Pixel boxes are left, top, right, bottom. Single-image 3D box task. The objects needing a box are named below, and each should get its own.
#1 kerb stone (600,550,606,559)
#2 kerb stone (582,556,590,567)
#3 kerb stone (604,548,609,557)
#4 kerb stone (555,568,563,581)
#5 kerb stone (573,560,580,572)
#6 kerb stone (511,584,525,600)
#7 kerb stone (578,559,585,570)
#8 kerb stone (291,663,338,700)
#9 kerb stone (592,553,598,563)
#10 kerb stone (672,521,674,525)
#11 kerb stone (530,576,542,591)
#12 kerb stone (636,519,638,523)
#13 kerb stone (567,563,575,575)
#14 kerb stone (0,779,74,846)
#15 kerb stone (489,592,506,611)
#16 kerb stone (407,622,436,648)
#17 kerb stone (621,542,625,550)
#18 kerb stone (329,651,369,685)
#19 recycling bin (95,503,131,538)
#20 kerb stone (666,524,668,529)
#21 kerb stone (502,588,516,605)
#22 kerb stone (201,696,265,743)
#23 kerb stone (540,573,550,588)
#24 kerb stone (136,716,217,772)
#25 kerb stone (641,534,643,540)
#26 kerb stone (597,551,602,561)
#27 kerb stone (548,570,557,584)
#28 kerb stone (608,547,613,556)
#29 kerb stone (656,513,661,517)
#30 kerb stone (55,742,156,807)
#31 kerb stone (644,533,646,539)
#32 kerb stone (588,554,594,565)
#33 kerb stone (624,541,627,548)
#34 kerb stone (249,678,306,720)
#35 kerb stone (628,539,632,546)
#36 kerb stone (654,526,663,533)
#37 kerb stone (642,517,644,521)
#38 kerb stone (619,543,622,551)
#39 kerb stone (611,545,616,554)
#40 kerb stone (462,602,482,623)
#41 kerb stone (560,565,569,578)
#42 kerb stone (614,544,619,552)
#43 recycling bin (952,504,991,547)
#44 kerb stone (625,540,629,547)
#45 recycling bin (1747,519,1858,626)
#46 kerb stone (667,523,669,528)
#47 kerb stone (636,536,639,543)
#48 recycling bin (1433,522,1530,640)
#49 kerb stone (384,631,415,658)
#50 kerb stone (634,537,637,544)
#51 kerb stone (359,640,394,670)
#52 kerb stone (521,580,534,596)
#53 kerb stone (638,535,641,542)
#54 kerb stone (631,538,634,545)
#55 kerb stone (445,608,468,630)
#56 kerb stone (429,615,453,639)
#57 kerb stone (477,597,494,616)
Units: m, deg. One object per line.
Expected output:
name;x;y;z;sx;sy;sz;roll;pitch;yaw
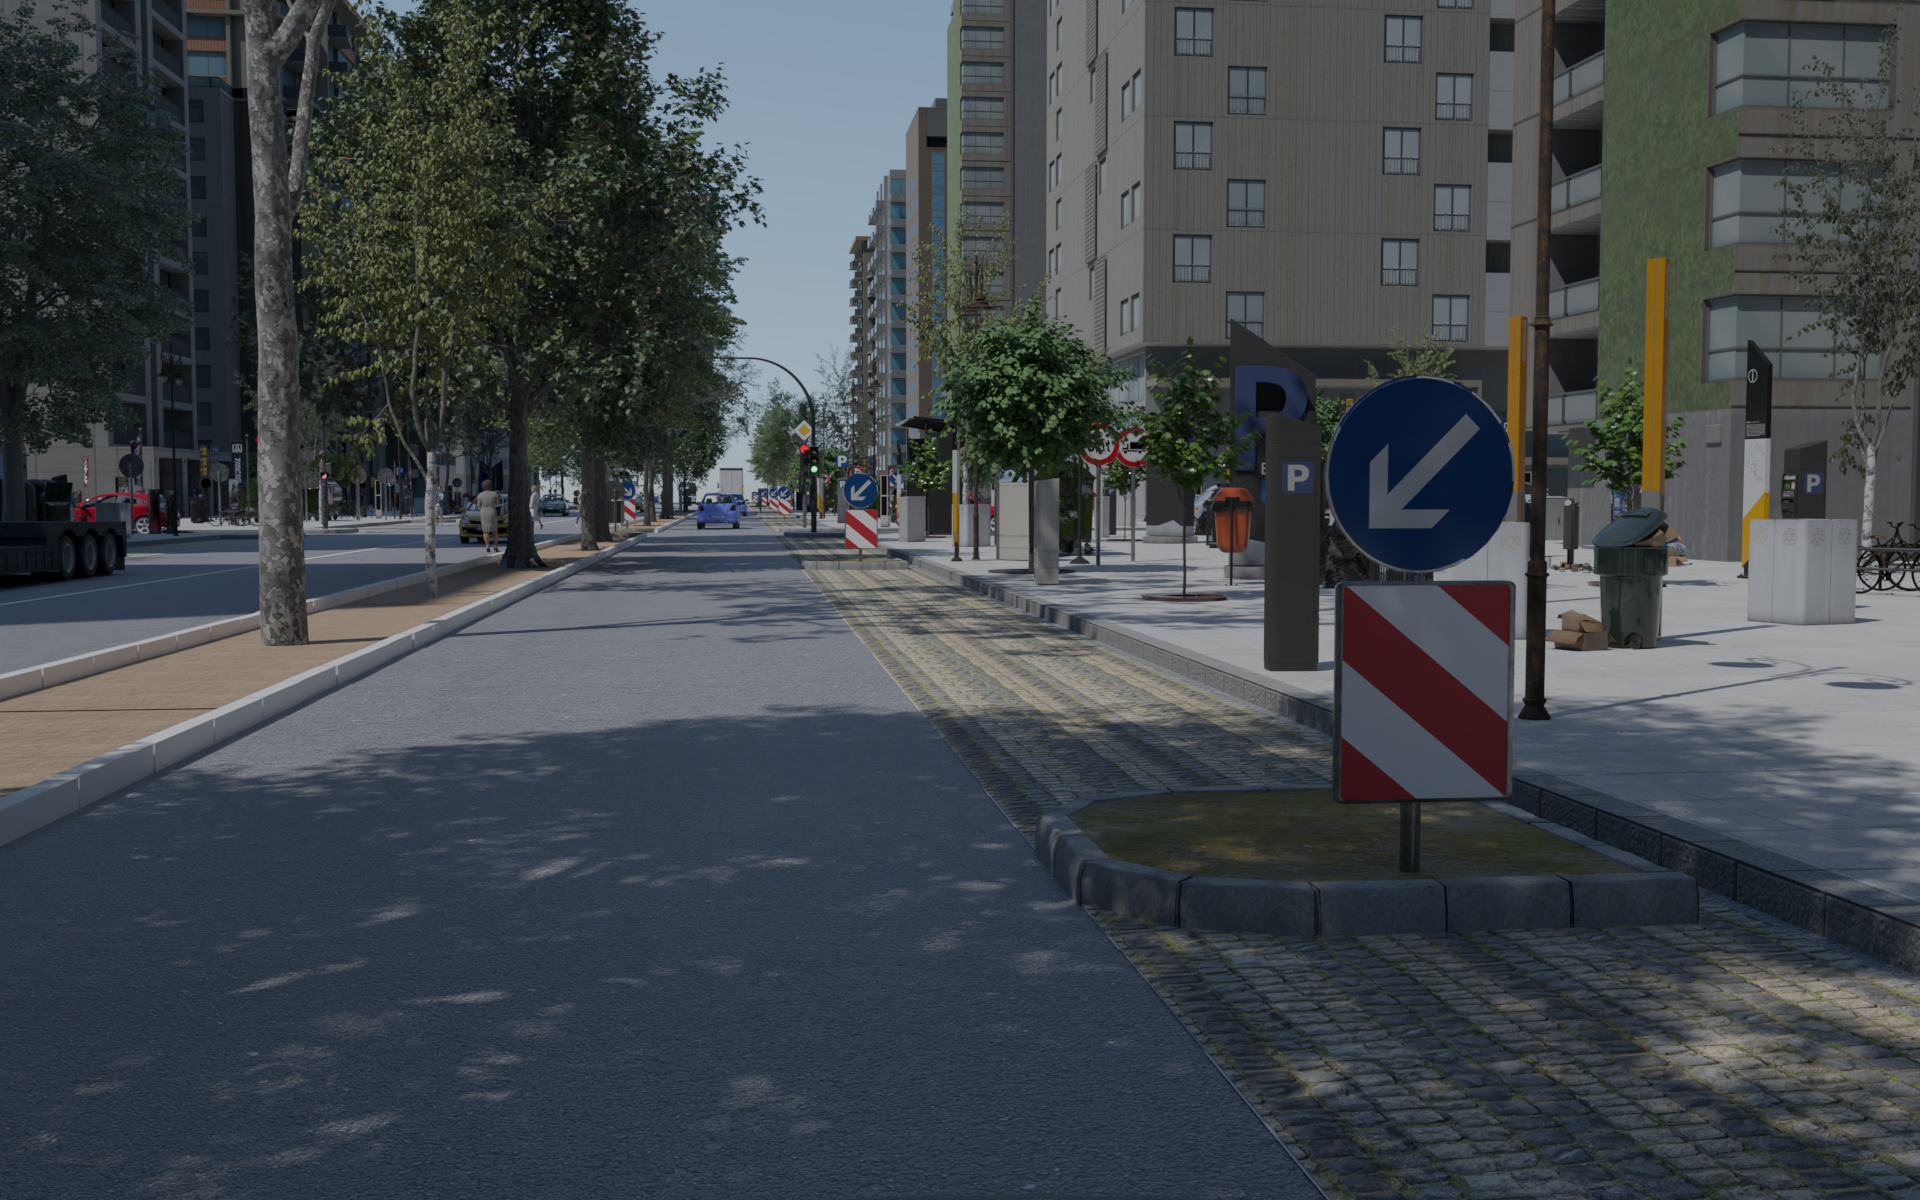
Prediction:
kerb stone;-7.901;-0.956;37.885;0.120;0.150;1.000;0;4;-7
kerb stone;-7.381;-0.709;33.802;0.120;0.150;1.000;0;4;-7
kerb stone;-8.033;-1.016;38.899;0.120;0.150;1.000;0;4;-7
kerb stone;-6.733;-0.398;28.711;0.120;0.150;1.000;0;4;-7
kerb stone;-7.124;-0.585;31.765;0.120;0.150;1.000;0;4;-7
kerb stone;-6.085;-0.087;23.616;0.120;0.150;1.000;0;4;-7
kerb stone;-7.252;-0.643;32.788;0.120;0.150;1.000;0;4;-7
kerb stone;-4.663;0.598;12.443;0.120;0.150;1.000;0;4;-7
kerb stone;-7.642;-0.830;35.841;0.120;0.150;1.000;0;4;-7
kerb stone;-12.763;-3.293;76.040;0.120;0.150;1.000;0;4;-7
kerb stone;-6.347;-0.212;25.654;0.120;0.150;1.000;0;4;-7
kerb stone;-16.019;-3.835;84.892;0.120;0.150;1.000;0;4;-7
kerb stone;-6.992;-0.523;30.752;0.120;0.150;1.000;0;4;-7
kerb stone;-4.005;0.912;7.373;0.120;0.150;1.000;0;4;-7
kerb stone;-5.819;0.037;21.587;0.120;0.150;1.000;0;4;-7
kerb stone;-5.170;0.349;16.512;0.120;0.150;1.000;0;4;-7
kerb stone;-8.672;-1.333;43.991;0.120;0.150;1.000;0;4;-7
kerb stone;-4.782;0.534;13.465;0.120;0.150;1.000;0;4;-7
recycling bin;-24.419;-2.286;49.937;0.722;1.027;0.722;0;4;-1
kerb stone;-11.986;-2.919;69.931;0.120;0.150;1.000;0;4;-7
kerb stone;-5.956;-0.022;22.601;0.120;0.150;1.000;0;4;-7
kerb stone;-4.394;0.724;10.416;0.120;0.150;1.000;0;4;-7
kerb stone;-6.474;-0.274;26.680;0.120;0.150;1.000;0;4;-7
kerb stone;-4.264;0.782;9.402;0.120;0.150;1.000;0;4;-7
kerb stone;-9.712;-1.827;52.125;0.120;0.150;1.000;0;4;-7
kerb stone;-7.782;-0.897;36.853;0.120;0.150;1.000;0;4;-7
kerb stone;-6.606;-0.336;27.693;0.120;0.150;1.000;0;4;-7
kerb stone;-8.162;-1.082;39.913;0.120;0.150;1.000;0;4;-7
kerb stone;-19.656;-5.579;113.415;0.120;0.150;1.000;0;4;-7
kerb stone;-4.137;0.845;8.387;0.120;0.150;1.000;0;4;-7
kerb stone;-9.978;-1.956;54.175;0.120;0.150;1.000;0;4;-7
kerb stone;-7.517;-0.772;34.821;0.120;0.150;1.000;0;4;-7
kerb stone;-8.813;-1.393;45.010;0.120;0.150;1.000;0;4;-7
kerb stone;-4.525;0.660;11.430;0.120;0.150;1.000;0;4;-7
kerb stone;-9.066;-1.517;47.042;0.120;0.150;1.000;0;4;-7
kerb stone;-11.467;-2.668;65.856;0.120;0.150;1.000;0;4;-7
kerb stone;-16.661;-4.146;89.986;0.120;0.150;1.000;0;4;-7
kerb stone;-8.554;-1.270;42.975;0.120;0.150;1.000;0;4;-7
kerb stone;-8.295;-1.146;40.939;0.120;0.150;1.000;0;4;-7
kerb stone;-5.567;0.162;19.559;0.120;0.150;1.000;0;4;-7
kerb stone;-6.862;-0.457;29.732;0.120;0.150;1.000;0;4;-7
kerb stone;-8.431;-1.209;41.958;0.120;0.150;1.000;0;4;-7
recycling bin;0.276;-1.820;42.316;0.722;1.027;0.722;-2;4;-30
kerb stone;-8.944;-1.456;46.027;0.120;0.150;1.000;0;4;-7
recycling bin;8.403;-0.290;17.288;0.722;1.027;0.722;-1;4;-20
kerb stone;-12.110;-2.982;70.954;0.120;0.150;1.000;0;4;-7
kerb stone;-9.458;-1.706;50.096;0.120;0.150;1.000;0;4;-7
recycling bin;4.681;-0.185;15.587;0.722;1.027;0.722;0;4;6
kerb stone;-5.056;0.415;15.494;0.120;0.150;1.000;0;4;-7
kerb stone;-9.325;-1.644;49.075;0.120;0.150;1.000;0;4;-7
kerb stone;-4.916;0.477;14.481;0.120;0.150;1.000;0;4;-7
kerb stone;-6.214;-0.149;24.632;0.120;0.150;1.000;0;4;-7
kerb stone;-9.585;-1.764;51.111;0.120;0.150;1.000;0;4;-7
kerb stone;-9.207;-1.582;48.060;0.120;0.150;1.000;0;4;-7
kerb stone;-5.431;0.224;18.540;0.120;0.150;1.000;0;4;-7
kerb stone;-5.297;0.286;17.526;0.120;0.150;1.000;0;4;-7
kerb stone;-5.695;0.099;20.573;0.120;0.150;1.000;0;4;-7
